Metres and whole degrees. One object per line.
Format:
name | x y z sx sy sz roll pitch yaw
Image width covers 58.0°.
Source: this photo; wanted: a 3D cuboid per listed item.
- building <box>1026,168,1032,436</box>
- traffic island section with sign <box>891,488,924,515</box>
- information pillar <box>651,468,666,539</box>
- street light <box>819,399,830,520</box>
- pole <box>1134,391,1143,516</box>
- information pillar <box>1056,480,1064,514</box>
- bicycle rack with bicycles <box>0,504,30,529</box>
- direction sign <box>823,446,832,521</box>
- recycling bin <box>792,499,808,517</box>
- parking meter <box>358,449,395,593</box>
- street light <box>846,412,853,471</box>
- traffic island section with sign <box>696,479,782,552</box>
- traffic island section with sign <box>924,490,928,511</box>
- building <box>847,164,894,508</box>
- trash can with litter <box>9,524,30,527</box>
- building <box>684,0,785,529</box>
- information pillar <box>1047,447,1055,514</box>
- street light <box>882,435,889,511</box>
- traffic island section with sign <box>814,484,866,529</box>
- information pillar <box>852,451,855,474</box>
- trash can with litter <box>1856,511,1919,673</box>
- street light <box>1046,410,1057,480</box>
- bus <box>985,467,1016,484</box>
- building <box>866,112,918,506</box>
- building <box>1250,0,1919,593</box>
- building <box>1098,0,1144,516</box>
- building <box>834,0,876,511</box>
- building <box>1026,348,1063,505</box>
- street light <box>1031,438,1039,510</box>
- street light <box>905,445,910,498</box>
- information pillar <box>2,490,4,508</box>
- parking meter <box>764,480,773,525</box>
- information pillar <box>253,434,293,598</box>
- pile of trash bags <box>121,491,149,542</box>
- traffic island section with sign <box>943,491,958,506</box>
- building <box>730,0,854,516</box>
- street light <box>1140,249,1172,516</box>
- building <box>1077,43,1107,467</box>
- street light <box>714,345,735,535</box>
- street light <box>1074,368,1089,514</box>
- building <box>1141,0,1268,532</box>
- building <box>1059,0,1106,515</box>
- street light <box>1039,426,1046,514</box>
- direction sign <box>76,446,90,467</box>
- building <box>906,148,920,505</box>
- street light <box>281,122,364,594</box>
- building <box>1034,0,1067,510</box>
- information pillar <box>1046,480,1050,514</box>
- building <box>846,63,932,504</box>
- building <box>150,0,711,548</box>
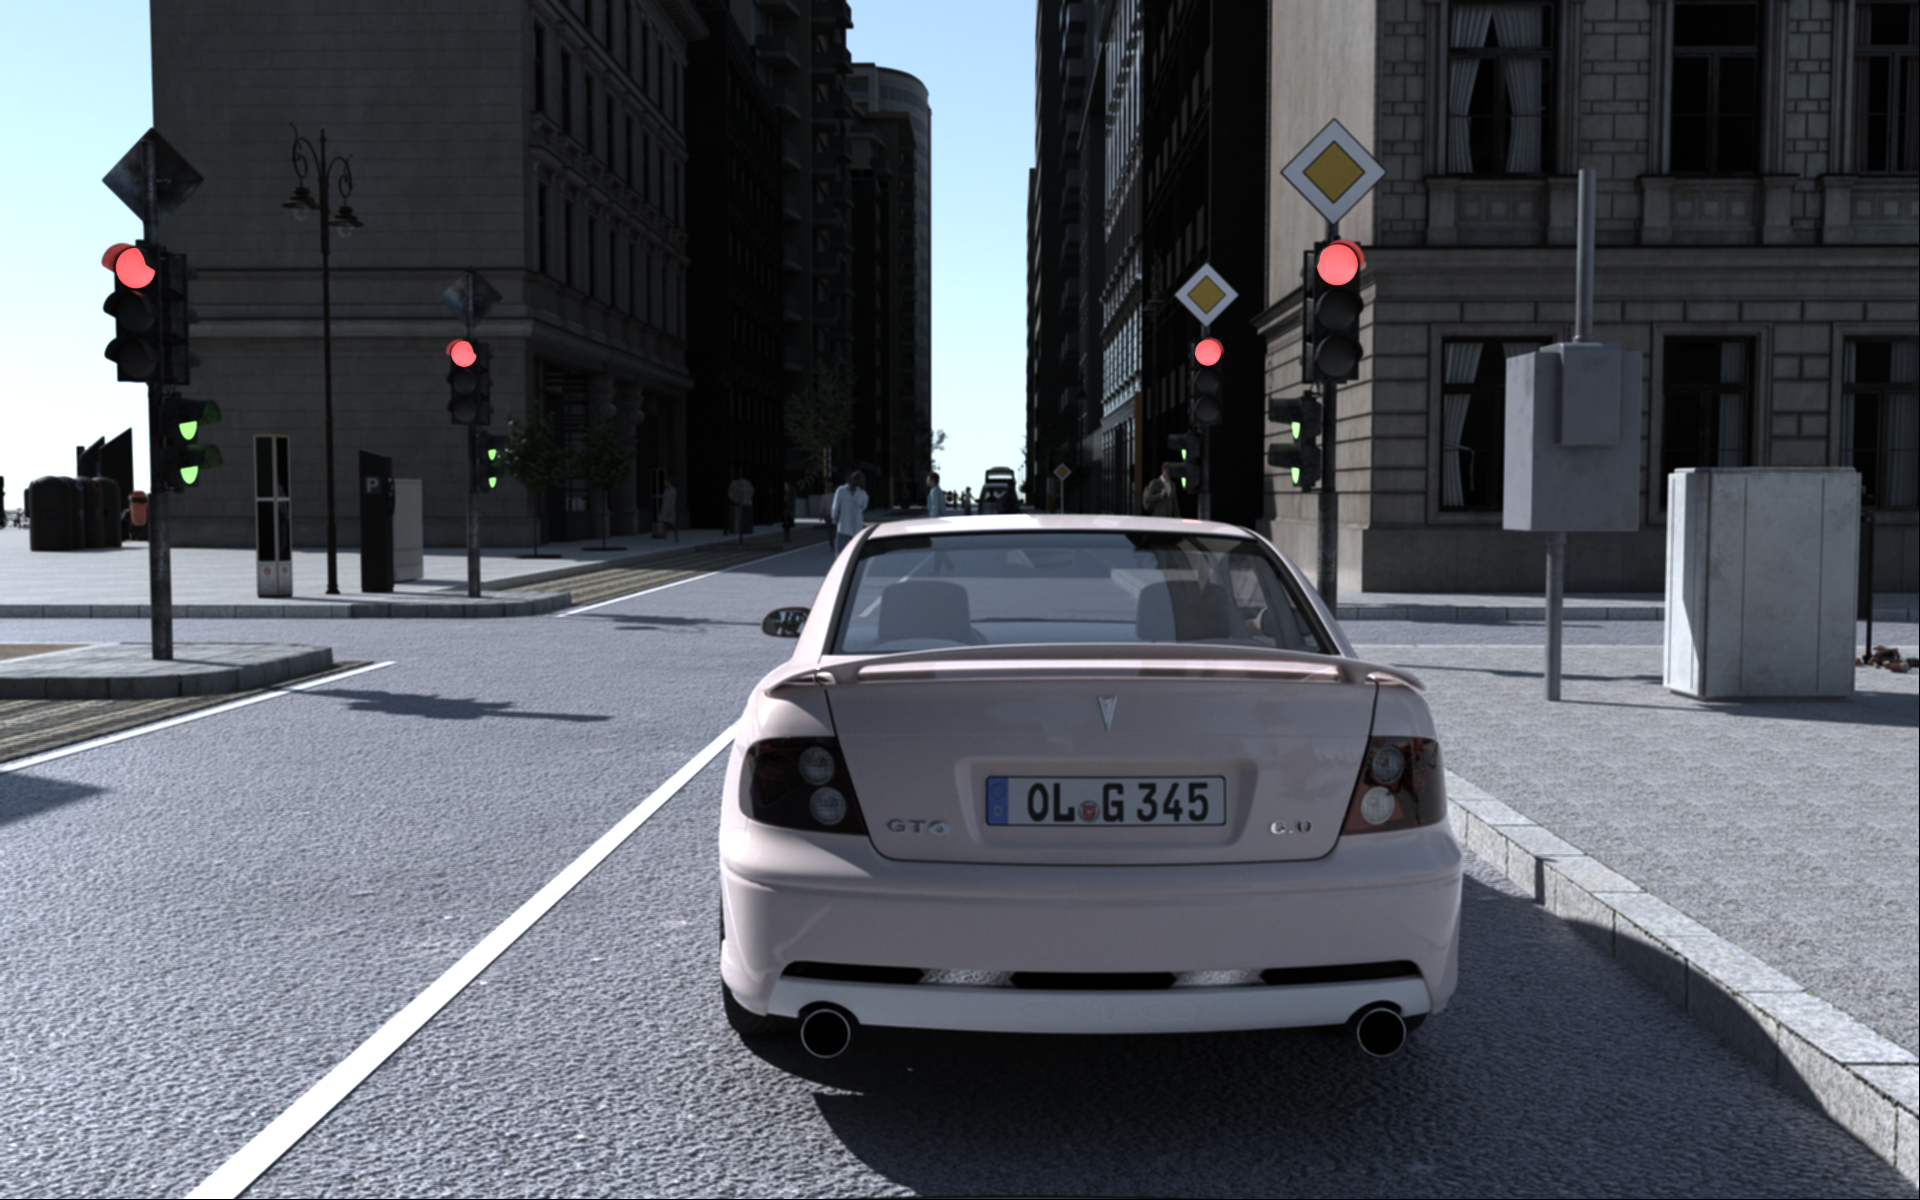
building | 20.224 -37.951 244.199 21.300 48.544 21.600 0 4 1
traffic island section with sign | -3.756 -6.862 120.820 1.989 1.847 2.006 0 4 1
information pillar | -8.673 -2.775 49.858 0.304 2.012 0.304 3 5 45
street light | -6.593 -6.826 84.396 0.468 5.910 1.993 0 4 1
pole | 3.549 -2.486 34.485 0.158 3.312 0.155 0 3 0
information pillar | 5.265 -5.290 90.984 0.304 2.012 0.304 3 5 44
bicycle rack with bicycles | -35.435 -3.013 62.644 2.925 0.926 2.852 0 4 -6
direction sign | -6.305 -5.531 82.436 0.379 3.537 0.876 -2 4 -30
recycling bin | -8.923 -5.133 96.481 0.722 1.027 0.722 1 4 10
parking meter | -7.597 -1.032 22.590 0.399 1.863 0.255 0 4 1
street light | -6.295 -7.667 98.141 0.468 5.910 1.993 0 4 1
traffic island section with sign | -5.528 -2.142 43.650 1.989 1.847 2.006 0 4 1
traffic island section with sign | -3.116 -8.544 148.325 1.989 1.847 2.006 0 4 1
building | -13.396 -23.356 153.577 14.160 30.474 14.107 0 4 1
trash can with litter | -36.323 -3.477 67.908 2.233 1.210 1.678 -2 4 -35
building | -14.292 -14.711 70.206 12.332 23.373 15.834 0 4 1
information pillar | 4.559 -5.827 86.629 0.183 3.616 0.504 3 5 43
street light | -5.537 -9.595 129.660 0.468 5.910 1.993 0 4 1
traffic island section with sign | -4.894 -3.807 70.867 1.989 1.847 2.006 0 4 1
information pillar | -5.813 -6.325 94.776 0.183 3.616 0.504 -1 4 -16
trash can with litter | 6.869 -0.108 12.823 2.233 1.210 1.678 3 5 41
street light | 5.132 -7.492 95.281 0.468 5.910 1.993 0 4 1
bus | 3.619 -10.035 155.624 2.896 3.916 12.252 0 4 2
building | -16.156 -33.060 195.161 22.147 44.769 28.867 0 4 1
building | 14.405 -9.898 26.455 19.286 19.102 10.561 0 4 1
building | 9.917 -12.717 57.067 9.793 20.994 18.267 0 4 1
building | -17.240 -42.610 134.920 20.563 71.187 20.611 0 4 1
building | 22.437 -22.919 219.764 27.650 21.520 28.899 0 4 1
street light | 6.202 -10.225 139.966 0.468 5.910 1.993 0 4 1
street light | -4.832 -11.476 160.425 0.468 5.910 1.993 0 4 1
information pillar | -49.048 -5.132 88.407 0.304 2.012 0.304 1 4 8
parking meter | -7.858 -4.001 71.122 0.255 1.863 0.399 1 4 17
information pillar | -8.496 -1.036 21.428 0.304 2.012 0.304 1 4 14
pile of trash bags | -22.689 -2.291 47.206 1.912 1.369 3.447 -3 4 -38
traffic island section with sign | -1.231 -13.568 230.457 1.989 1.847 2.006 0 4 1
building | -18.435 -27.902 110.816 22.147 44.769 28.867 0 4 1
street light | 3.703 -3.677 32.900 0.468 5.910 1.993 0 4 1
building | 13.266 -16.028 81.121 14.314 24.678 30.058 0 4 1
street light | -7.281 -4.945 53.632 0.468 5.910 1.993 0 4 1
street light | 4.453 -5.558 63.664 0.468 5.910 1.993 0 4 1
building | 11.030 -12.860 39.946 12.332 23.373 15.834 0 4 1
building | 18.206 -30.525 118.700 23.786 49.044 30.456 0 4 1
street light | 5.419 -8.344 109.204 0.468 5.910 1.993 0 4 1
direction sign | -41.175 -5.490 81.761 0.876 3.537 0.379 -1 4 -19
building | -12.251 -34.706 217.551 14.600 45.320 14.200 0 4 1
street light | -8.059 -3.014 22.074 0.468 5.910 1.993 0 4 1
building | 17.177 -31.916 145.527 21.300 48.544 21.600 0 4 1
information pillar | 4.811 -5.403 92.829 0.304 2.012 0.304 2 4 29
building | -14.953 -42.596 238.438 21.231 58.520 28.212 0 4 1
building | -14.582 -11.682 41.912 10.553 20.767 40.483 0 4 1
